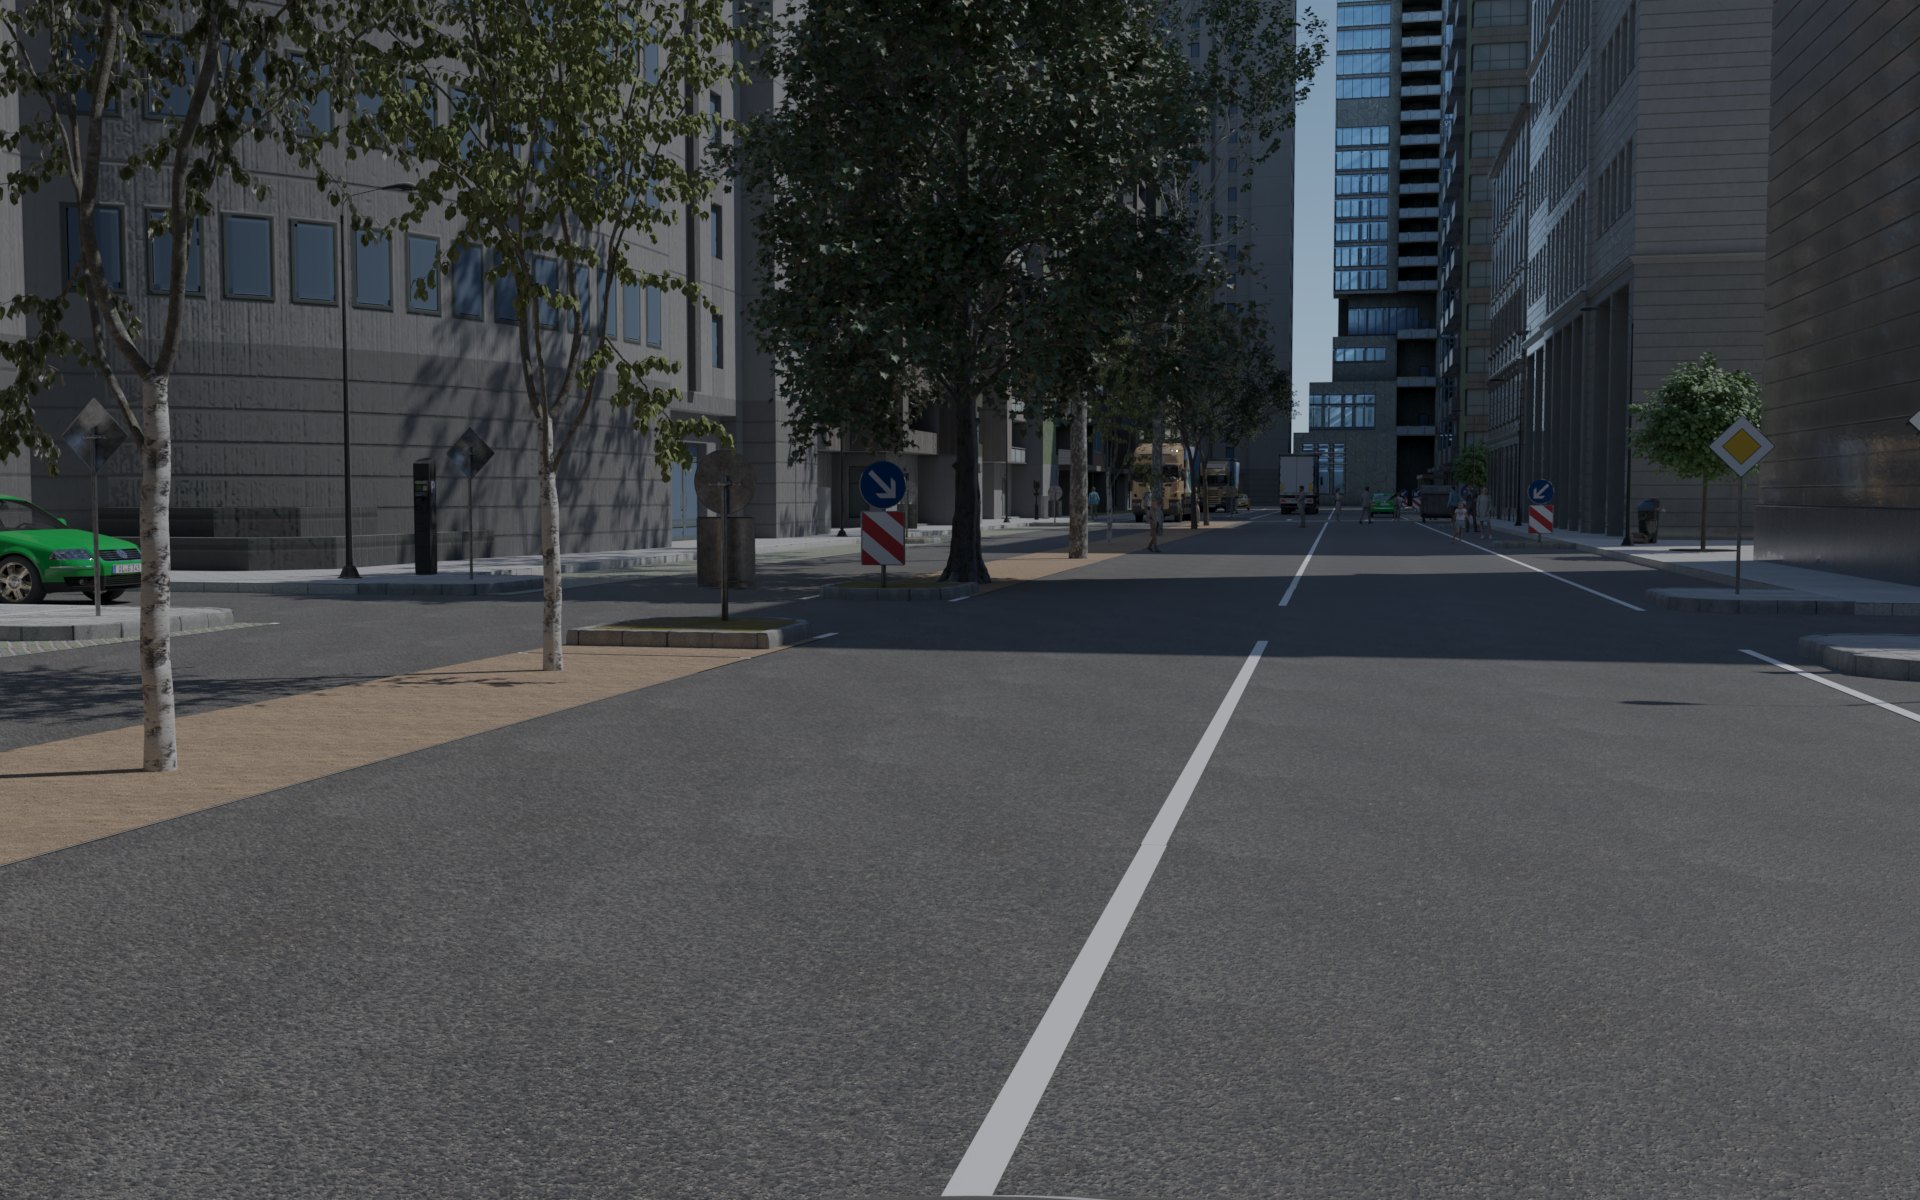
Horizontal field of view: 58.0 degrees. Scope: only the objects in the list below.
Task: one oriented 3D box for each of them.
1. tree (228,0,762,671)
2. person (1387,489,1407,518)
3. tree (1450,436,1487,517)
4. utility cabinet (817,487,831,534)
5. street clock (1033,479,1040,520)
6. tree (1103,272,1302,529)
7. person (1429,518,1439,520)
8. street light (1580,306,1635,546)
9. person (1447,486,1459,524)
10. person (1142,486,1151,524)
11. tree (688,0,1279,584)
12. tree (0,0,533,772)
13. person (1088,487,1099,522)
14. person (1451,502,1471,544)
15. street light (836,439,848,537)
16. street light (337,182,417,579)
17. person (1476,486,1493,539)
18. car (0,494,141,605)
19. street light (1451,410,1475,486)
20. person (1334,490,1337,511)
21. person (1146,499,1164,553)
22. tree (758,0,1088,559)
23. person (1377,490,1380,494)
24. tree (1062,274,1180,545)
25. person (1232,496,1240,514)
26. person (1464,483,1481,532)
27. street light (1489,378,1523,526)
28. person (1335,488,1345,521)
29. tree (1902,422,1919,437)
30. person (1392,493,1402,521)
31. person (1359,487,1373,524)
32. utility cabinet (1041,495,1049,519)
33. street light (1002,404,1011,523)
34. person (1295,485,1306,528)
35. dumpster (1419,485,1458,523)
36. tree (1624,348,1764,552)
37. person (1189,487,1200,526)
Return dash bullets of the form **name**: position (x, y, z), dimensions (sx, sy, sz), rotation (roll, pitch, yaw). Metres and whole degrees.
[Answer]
- **tree**: position (-3.302, -3.711, 13.498), dimensions (4.737, 8.622, 4.395), rotation (0, 3, 0)
- **person**: position (26.118, -5.763, 103.547), dimensions (1.217, 1.723, 0.721), rotation (0, 4, -5)
- **tree**: position (29.639, -7.036, 98.751), dimensions (4.285, 4.588, 4.351), rotation (0, 3, 0)
- **utility cabinet**: position (-4.631, -2.831, 54.970), dimensions (1.173, 1.500, 0.318), rotation (3, 4, 36)
- **street clock**: position (3.798, -4.971, 85.849), dimensions (0.358, 2.002, 0.471), rotation (-1, 4, -10)
- **tree**: position (9.633, -8.176, 70.540), dimensions (8.767, 10.594, 7.601), rotation (1, 4, 12)
- **person**: position (26.106, -5.329, 95.731), dimensions (0.391, 1.810, 0.635), rotation (-3, 5, -41)
- **street light**: position (16.031, -4.303, 42.902), dimensions (1.470, 5.913, 1.316), rotation (1, 4, 12)
- **person**: position (22.992, -4.406, 80.559), dimensions (0.660, 1.820, 0.620), rotation (-3, 4, -39)
- **person**: position (8.988, -4.573, 83.449), dimensions (0.537, 1.800, 0.526), rotation (-1, 4, -19)
- **tree**: position (0.123, -6.610, 27.546), dimensions (9.611, 12.733, 9.660), rotation (0, 3, 0)
- **tree**: position (-4.096, -3.431, 8.921), dimensions (4.360, 8.622, 3.978), rotation (0, 3, 0)
- **person**: position (6.917, -4.936, 89.547), dimensions (0.601, 1.785, 0.444), rotation (0, 4, -5)
- **person**: position (14.356, -2.208, 49.617), dimensions (0.505, 1.210, 0.382), rotation (0, 4, 4)
- **street light**: position (-3.021, -4.846, 51.779), dimensions (1.470, 5.913, 1.316), rotation (1, 4, 12)
- **street light**: position (-8.761, -3.273, 26.058), dimensions (1.470, 5.913, 1.316), rotation (1, 4, 12)
- **person**: position (16.851, -2.822, 55.640), dimensions (0.512, 1.701, 0.522), rotation (1, 4, 15)
- **car**: position (-13.020, -0.855, 22.782), dimensions (4.718, 1.807, 1.959), rotation (1, 4, 12)
- **street light**: position (27.646, -7.498, 95.127), dimensions (1.470, 5.913, 1.316), rotation (1, 4, 12)
- **person**: position (32.210, -8.554, 148.350), dimensions (0.705, 1.826, 1.348), rotation (0, 4, 4)
- **person**: position (4.798, -1.820, 42.528), dimensions (0.475, 1.303, 0.640), rotation (-2, 4, -32)
- **tree**: position (1.609, -11.034, 38.747), dimensions (12.611, 20.169, 13.585), rotation (0, 3, 0)
- **person**: position (31.448, -7.381, 130.096), dimensions (0.541, 1.710, 0.530), rotation (-3, 5, -44)
- **tree**: position (4.181, -5.826, 48.082), dimensions (4.737, 8.622, 4.395), rotation (0, 3, 0)
- **person**: position (19.940, -7.092, 125.369), dimensions (0.530, 1.710, 0.541), rotation (0, 4, -8)
- **person**: position (19.287, -3.481, 65.224), dimensions (0.655, 1.846, 0.447), rotation (0, 4, 0)
- **street light**: position (21.911, -5.934, 69.557), dimensions (1.470, 5.913, 1.316), rotation (1, 4, 12)
- **person**: position (19.985, -5.016, 91.076), dimensions (0.524, 1.755, 0.480), rotation (1, 4, 13)
- **tree**: position (12.137, -1.564, 20.176), dimensions (1.663, 3.219, 1.824), rotation (0, 3, 0)
- **person**: position (23.487, -5.014, 93.068), dimensions (0.503, 1.515, 0.523), rotation (0, 4, -6)
- **person**: position (19.492, -4.551, 83.180), dimensions (0.850, 1.792, 0.678), rotation (-3, 4, -39)
- **utility cabinet**: position (4.411, -4.812, 89.833), dimensions (0.306, 1.237, 1.020), rotation (0, 4, -6)
- **street light**: position (2.619, -6.411, 77.359), dimensions (1.470, 5.913, 1.316), rotation (1, 4, 12)
- **person**: position (14.576, -4.008, 74.211), dimensions (0.466, 1.800, 0.511), rotation (-1, 4, -10)
- **dumpster**: position (23.788, -4.762, 86.080), dimensions (1.865, 1.857, 1.264), rotation (1, 4, 12)
- **tree**: position (16.801, -3.374, 38.884), dimensions (4.285, 4.588, 4.351), rotation (0, 3, 0)
- **person**: position (10.422, -4.138, 76.710), dimensions (0.519, 1.759, 0.362), rotation (-3, 4, -37)
